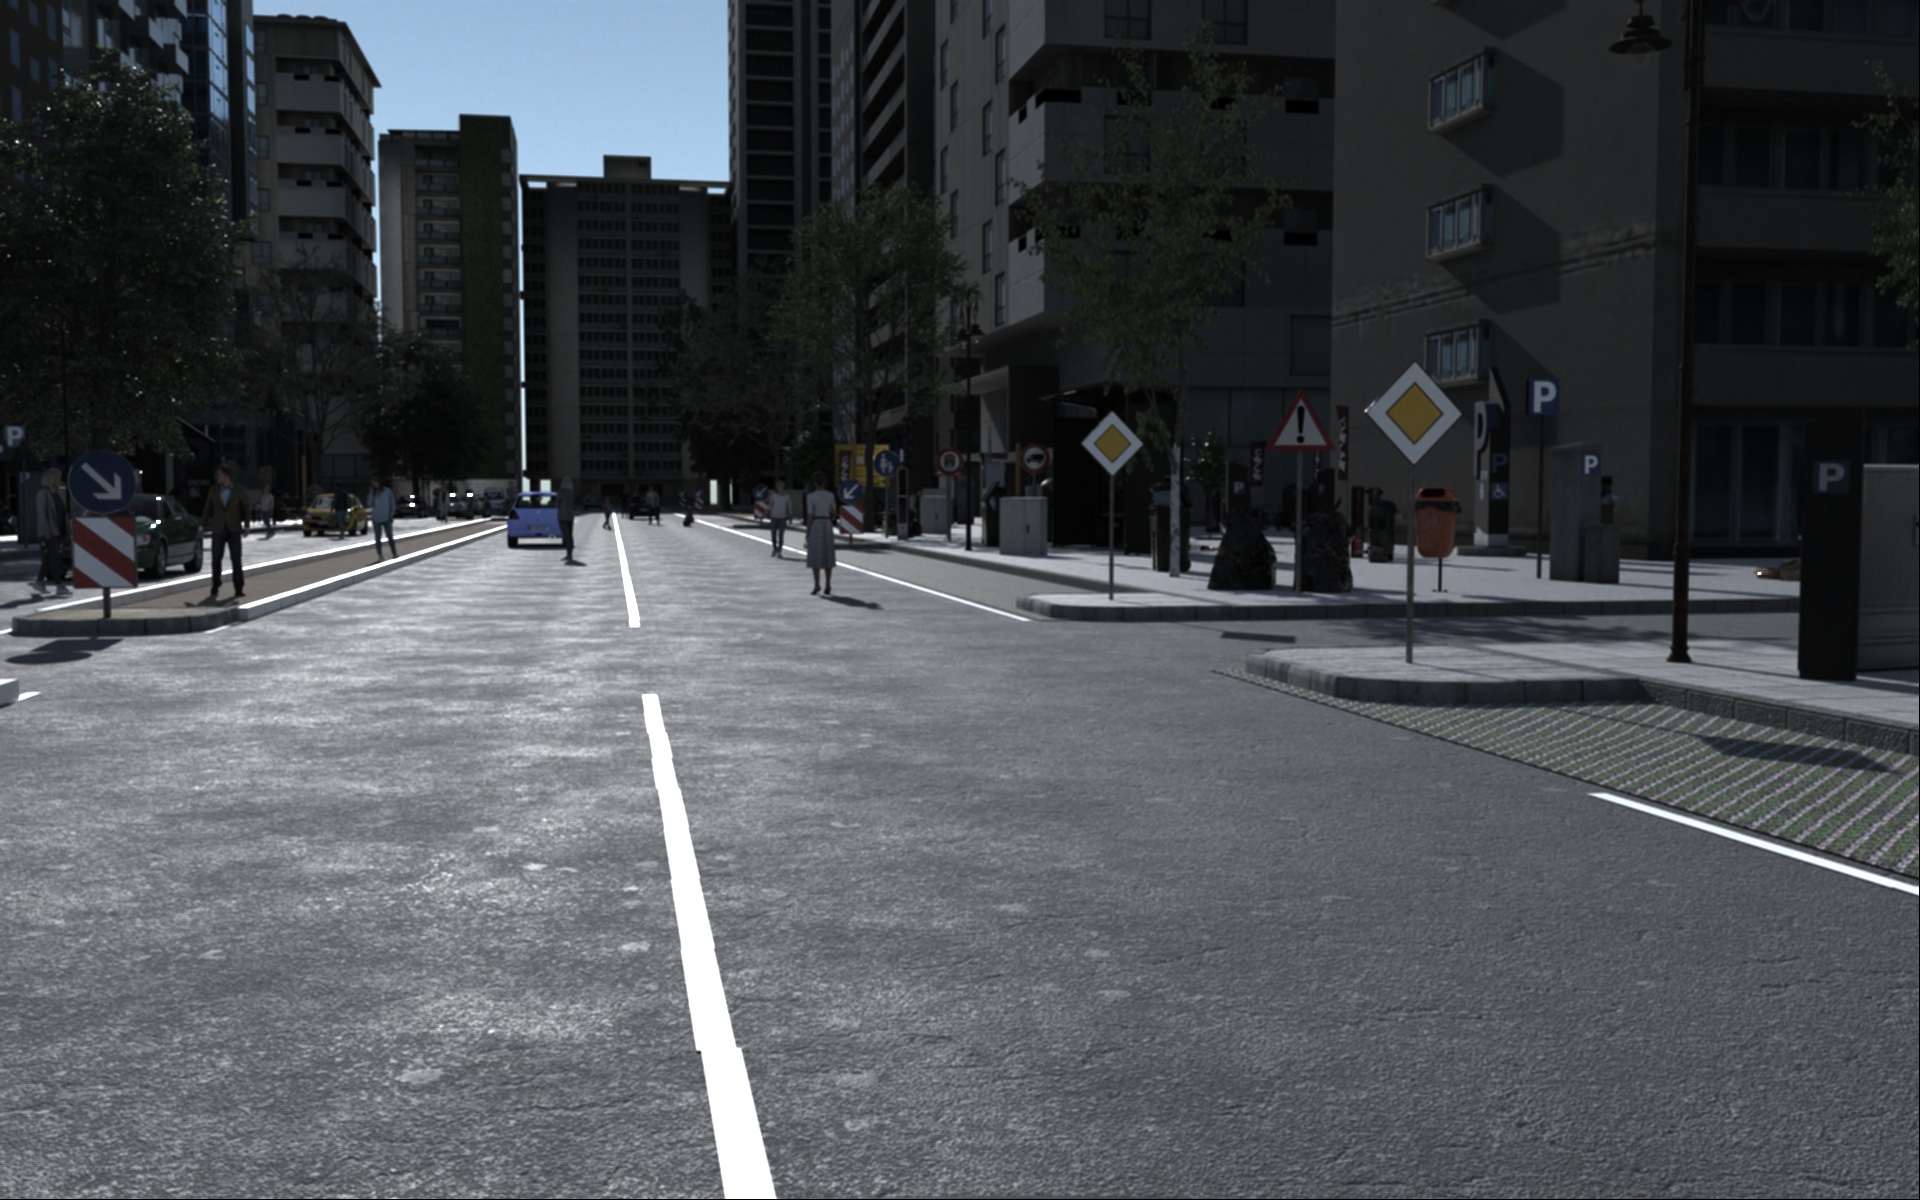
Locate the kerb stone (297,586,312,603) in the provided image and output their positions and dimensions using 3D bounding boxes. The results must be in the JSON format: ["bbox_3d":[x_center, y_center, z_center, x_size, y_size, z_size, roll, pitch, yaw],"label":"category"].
[{"bbox_3d":[-8.810,-0.050,23.070,0.120,0.150,1.000,-1,4,-11],"label":"kerb stone"}]

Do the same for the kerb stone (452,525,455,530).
[{"bbox_3d":[-20.015,-2.795,67.892,0.120,0.150,1.000,-1,4,-11],"label":"kerb stone"}]

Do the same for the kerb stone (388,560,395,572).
[{"bbox_3d":[-10.645,-0.607,32.126,0.120,0.150,1.000,-1,4,-11],"label":"kerb stone"}]

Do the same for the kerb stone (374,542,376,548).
[{"bbox_3d":[-15.545,-1.442,45.779,0.120,0.150,1.000,-1,4,-11],"label":"kerb stone"}]

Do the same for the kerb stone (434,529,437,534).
[{"bbox_3d":[-18.594,-2.365,60.856,0.120,0.150,1.000,-1,4,-11],"label":"kerb stone"}]

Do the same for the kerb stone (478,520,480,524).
[{"bbox_3d":[-22.652,-3.594,80.955,0.120,0.150,1.000,-1,4,-11],"label":"kerb stone"}]

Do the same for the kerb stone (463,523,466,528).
[{"bbox_3d":[-21.028,-3.100,72.911,0.120,0.150,1.000,-1,4,-11],"label":"kerb stone"}]

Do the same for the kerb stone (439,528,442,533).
[{"bbox_3d":[-18.995,-2.488,62.868,0.120,0.150,1.000,-1,4,-11],"label":"kerb stone"}]

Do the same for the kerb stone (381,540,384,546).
[{"bbox_3d":[-15.760,-1.503,46.789,0.120,0.150,1.000,-1,4,-11],"label":"kerb stone"}]

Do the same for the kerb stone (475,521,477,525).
[{"bbox_3d":[-22.250,-3.471,78.943,0.120,0.150,1.000,-1,4,-11],"label":"kerb stone"}]

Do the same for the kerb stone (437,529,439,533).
[{"bbox_3d":[-18.798,-2.426,61.865,0.120,0.150,1.000,-1,4,-11],"label":"kerb stone"}]

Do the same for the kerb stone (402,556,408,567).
[{"bbox_3d":[-11.049,-0.726,34.136,0.120,0.150,1.000,-1,4,-11],"label":"kerb stone"}]

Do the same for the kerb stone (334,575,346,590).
[{"bbox_3d":[-9.429,-0.237,26.075,0.120,0.150,1.000,-1,4,-11],"label":"kerb stone"}]

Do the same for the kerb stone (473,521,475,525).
[{"bbox_3d":[-22.055,-3.401,77.940,0.120,0.150,1.000,-1,4,-11],"label":"kerb stone"}]

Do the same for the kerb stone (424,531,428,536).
[{"bbox_3d":[-17.980,-2.180,57.841,0.120,0.150,1.000,-1,4,-11],"label":"kerb stone"}]

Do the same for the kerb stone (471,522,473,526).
[{"bbox_3d":[-21.846,-3.345,76.934,0.120,0.150,1.000,-1,4,-11],"label":"kerb stone"}]

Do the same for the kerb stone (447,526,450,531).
[{"bbox_3d":[-19.610,-2.672,65.888,0.120,0.150,1.000,-1,4,-11],"label":"kerb stone"}]

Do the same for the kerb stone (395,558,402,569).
[{"bbox_3d":[-10.848,-0.669,33.132,0.120,0.150,1.000,-1,4,-11],"label":"kerb stone"}]

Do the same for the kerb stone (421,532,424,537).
[{"bbox_3d":[-17.784,-2.117,56.837,0.120,0.150,1.000,-1,4,-11],"label":"kerb stone"}]

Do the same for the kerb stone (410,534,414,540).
[{"bbox_3d":[-17.173,-1.935,53.829,0.120,0.150,1.000,-1,4,-11],"label":"kerb stone"}]

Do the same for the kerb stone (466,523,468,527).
[{"bbox_3d":[-21.232,-3.159,73.926,0.120,0.150,1.000,-1,4,-11],"label":"kerb stone"}]

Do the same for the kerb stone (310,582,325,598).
[{"bbox_3d":[-9.012,-0.115,24.072,0.120,0.150,1.000,-1,4,-11],"label":"kerb stone"}]

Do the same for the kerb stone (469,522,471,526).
[{"bbox_3d":[-21.636,-3.286,75.933,0.120,0.150,1.000,-1,4,-11],"label":"kerb stone"}]

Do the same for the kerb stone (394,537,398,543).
[{"bbox_3d":[-16.365,-1.688,49.796,0.120,0.150,1.000,-1,4,-11],"label":"kerb stone"}]

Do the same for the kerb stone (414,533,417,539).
[{"bbox_3d":[-17.374,-1.996,54.833,0.120,0.150,1.000,-1,4,-11],"label":"kerb stone"}]

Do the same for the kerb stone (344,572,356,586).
[{"bbox_3d":[-9.628,-0.299,27.086,0.120,0.150,1.000,-1,4,-11],"label":"kerb stone"}]

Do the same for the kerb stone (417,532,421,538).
[{"bbox_3d":[-17.578,-2.054,55.836,0.120,0.150,1.000,-1,4,-11],"label":"kerb stone"}]

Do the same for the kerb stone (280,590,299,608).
[{"bbox_3d":[-8.610,0.008,22.064,0.120,0.150,1.000,-1,4,-11],"label":"kerb stone"}]

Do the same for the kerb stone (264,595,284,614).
[{"bbox_3d":[-8.410,0.071,21.055,0.120,0.150,1.000,-1,4,-11],"label":"kerb stone"}]

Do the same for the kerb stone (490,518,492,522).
[{"bbox_3d":[-24.284,-4.085,88.993,0.120,0.150,1.000,-1,4,-11],"label":"kerb stone"}]

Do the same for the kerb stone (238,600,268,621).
[{"bbox_3d":[-8.206,0.131,20.053,0.120,0.150,1.000,-1,4,-11],"label":"kerb stone"}]

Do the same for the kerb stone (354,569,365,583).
[{"bbox_3d":[-9.823,-0.361,28.090,0.120,0.150,1.000,-1,4,-11],"label":"kerb stone"}]

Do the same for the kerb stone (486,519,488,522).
[{"bbox_3d":[-23.675,-3.901,85.980,0.120,0.150,1.000,-1,4,-11],"label":"kerb stone"}]

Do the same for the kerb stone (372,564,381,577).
[{"bbox_3d":[-10.234,-0.484,30.114,0.120,0.150,1.000,-1,4,-11],"label":"kerb stone"}]

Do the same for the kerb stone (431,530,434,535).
[{"bbox_3d":[-18.390,-2.302,59.851,0.120,0.150,1.000,-1,4,-11],"label":"kerb stone"}]

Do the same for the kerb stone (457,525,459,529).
[{"bbox_3d":[-20.421,-2.916,69.896,0.120,0.150,1.000,-1,4,-11],"label":"kerb stone"}]

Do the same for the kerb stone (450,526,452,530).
[{"bbox_3d":[-19.810,-2.734,66.890,0.120,0.150,1.000,-1,4,-11],"label":"kerb stone"}]

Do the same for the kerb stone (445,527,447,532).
[{"bbox_3d":[-19.411,-2.611,64.885,0.120,0.150,1.000,-1,4,-11],"label":"kerb stone"}]

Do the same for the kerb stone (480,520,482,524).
[{"bbox_3d":[-22.858,-3.651,81.957,0.120,0.150,1.000,-1,4,-11],"label":"kerb stone"}]

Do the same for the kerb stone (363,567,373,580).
[{"bbox_3d":[-10.031,-0.422,29.103,0.120,0.150,1.000,-1,4,-11],"label":"kerb stone"}]

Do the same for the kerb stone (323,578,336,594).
[{"bbox_3d":[-9.212,-0.176,25.076,0.120,0.150,1.000,-1,4,-11],"label":"kerb stone"}]

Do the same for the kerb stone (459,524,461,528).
[{"bbox_3d":[-20.621,-2.979,70.904,0.120,0.150,1.000,-1,4,-11],"label":"kerb stone"}]

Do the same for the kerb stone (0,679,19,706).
[{"bbox_3d":[-6.490,0.653,11.519,0.120,0.150,1.000,-1,4,-11],"label":"kerb stone"}]

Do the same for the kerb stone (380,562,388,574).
[{"bbox_3d":[-10.443,-0.546,31.118,0.120,0.150,1.000,-1,4,-11],"label":"kerb stone"}]

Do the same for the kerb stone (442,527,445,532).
[{"bbox_3d":[-19.208,-2.550,63.883,0.120,0.150,1.000,-1,4,-11],"label":"kerb stone"}]

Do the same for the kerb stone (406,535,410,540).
[{"bbox_3d":[-16.978,-1.871,52.821,0.120,0.150,1.000,-1,4,-11],"label":"kerb stone"}]

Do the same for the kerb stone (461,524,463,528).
[{"bbox_3d":[-20.827,-3.040,71.906,0.120,0.150,1.000,-1,4,-11],"label":"kerb stone"}]

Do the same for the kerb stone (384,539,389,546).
[{"bbox_3d":[-15.949,-1.566,47.794,0.120,0.150,1.000,-1,4,-11],"label":"kerb stone"}]

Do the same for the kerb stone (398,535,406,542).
[{"bbox_3d":[-16.769,-1.812,51.820,0.120,0.150,1.000,-1,4,-11],"label":"kerb stone"}]

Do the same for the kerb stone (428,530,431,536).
[{"bbox_3d":[-18.191,-2.242,58.846,0.120,0.150,1.000,-1,4,-11],"label":"kerb stone"}]

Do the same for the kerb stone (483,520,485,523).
[{"bbox_3d":[-23.264,-3.777,83.970,0.120,0.150,1.000,-1,4,-11],"label":"kerb stone"}]

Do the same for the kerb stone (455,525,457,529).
[{"bbox_3d":[-20.222,-2.856,68.893,0.120,0.150,1.000,-1,4,-11],"label":"kerb stone"}]
